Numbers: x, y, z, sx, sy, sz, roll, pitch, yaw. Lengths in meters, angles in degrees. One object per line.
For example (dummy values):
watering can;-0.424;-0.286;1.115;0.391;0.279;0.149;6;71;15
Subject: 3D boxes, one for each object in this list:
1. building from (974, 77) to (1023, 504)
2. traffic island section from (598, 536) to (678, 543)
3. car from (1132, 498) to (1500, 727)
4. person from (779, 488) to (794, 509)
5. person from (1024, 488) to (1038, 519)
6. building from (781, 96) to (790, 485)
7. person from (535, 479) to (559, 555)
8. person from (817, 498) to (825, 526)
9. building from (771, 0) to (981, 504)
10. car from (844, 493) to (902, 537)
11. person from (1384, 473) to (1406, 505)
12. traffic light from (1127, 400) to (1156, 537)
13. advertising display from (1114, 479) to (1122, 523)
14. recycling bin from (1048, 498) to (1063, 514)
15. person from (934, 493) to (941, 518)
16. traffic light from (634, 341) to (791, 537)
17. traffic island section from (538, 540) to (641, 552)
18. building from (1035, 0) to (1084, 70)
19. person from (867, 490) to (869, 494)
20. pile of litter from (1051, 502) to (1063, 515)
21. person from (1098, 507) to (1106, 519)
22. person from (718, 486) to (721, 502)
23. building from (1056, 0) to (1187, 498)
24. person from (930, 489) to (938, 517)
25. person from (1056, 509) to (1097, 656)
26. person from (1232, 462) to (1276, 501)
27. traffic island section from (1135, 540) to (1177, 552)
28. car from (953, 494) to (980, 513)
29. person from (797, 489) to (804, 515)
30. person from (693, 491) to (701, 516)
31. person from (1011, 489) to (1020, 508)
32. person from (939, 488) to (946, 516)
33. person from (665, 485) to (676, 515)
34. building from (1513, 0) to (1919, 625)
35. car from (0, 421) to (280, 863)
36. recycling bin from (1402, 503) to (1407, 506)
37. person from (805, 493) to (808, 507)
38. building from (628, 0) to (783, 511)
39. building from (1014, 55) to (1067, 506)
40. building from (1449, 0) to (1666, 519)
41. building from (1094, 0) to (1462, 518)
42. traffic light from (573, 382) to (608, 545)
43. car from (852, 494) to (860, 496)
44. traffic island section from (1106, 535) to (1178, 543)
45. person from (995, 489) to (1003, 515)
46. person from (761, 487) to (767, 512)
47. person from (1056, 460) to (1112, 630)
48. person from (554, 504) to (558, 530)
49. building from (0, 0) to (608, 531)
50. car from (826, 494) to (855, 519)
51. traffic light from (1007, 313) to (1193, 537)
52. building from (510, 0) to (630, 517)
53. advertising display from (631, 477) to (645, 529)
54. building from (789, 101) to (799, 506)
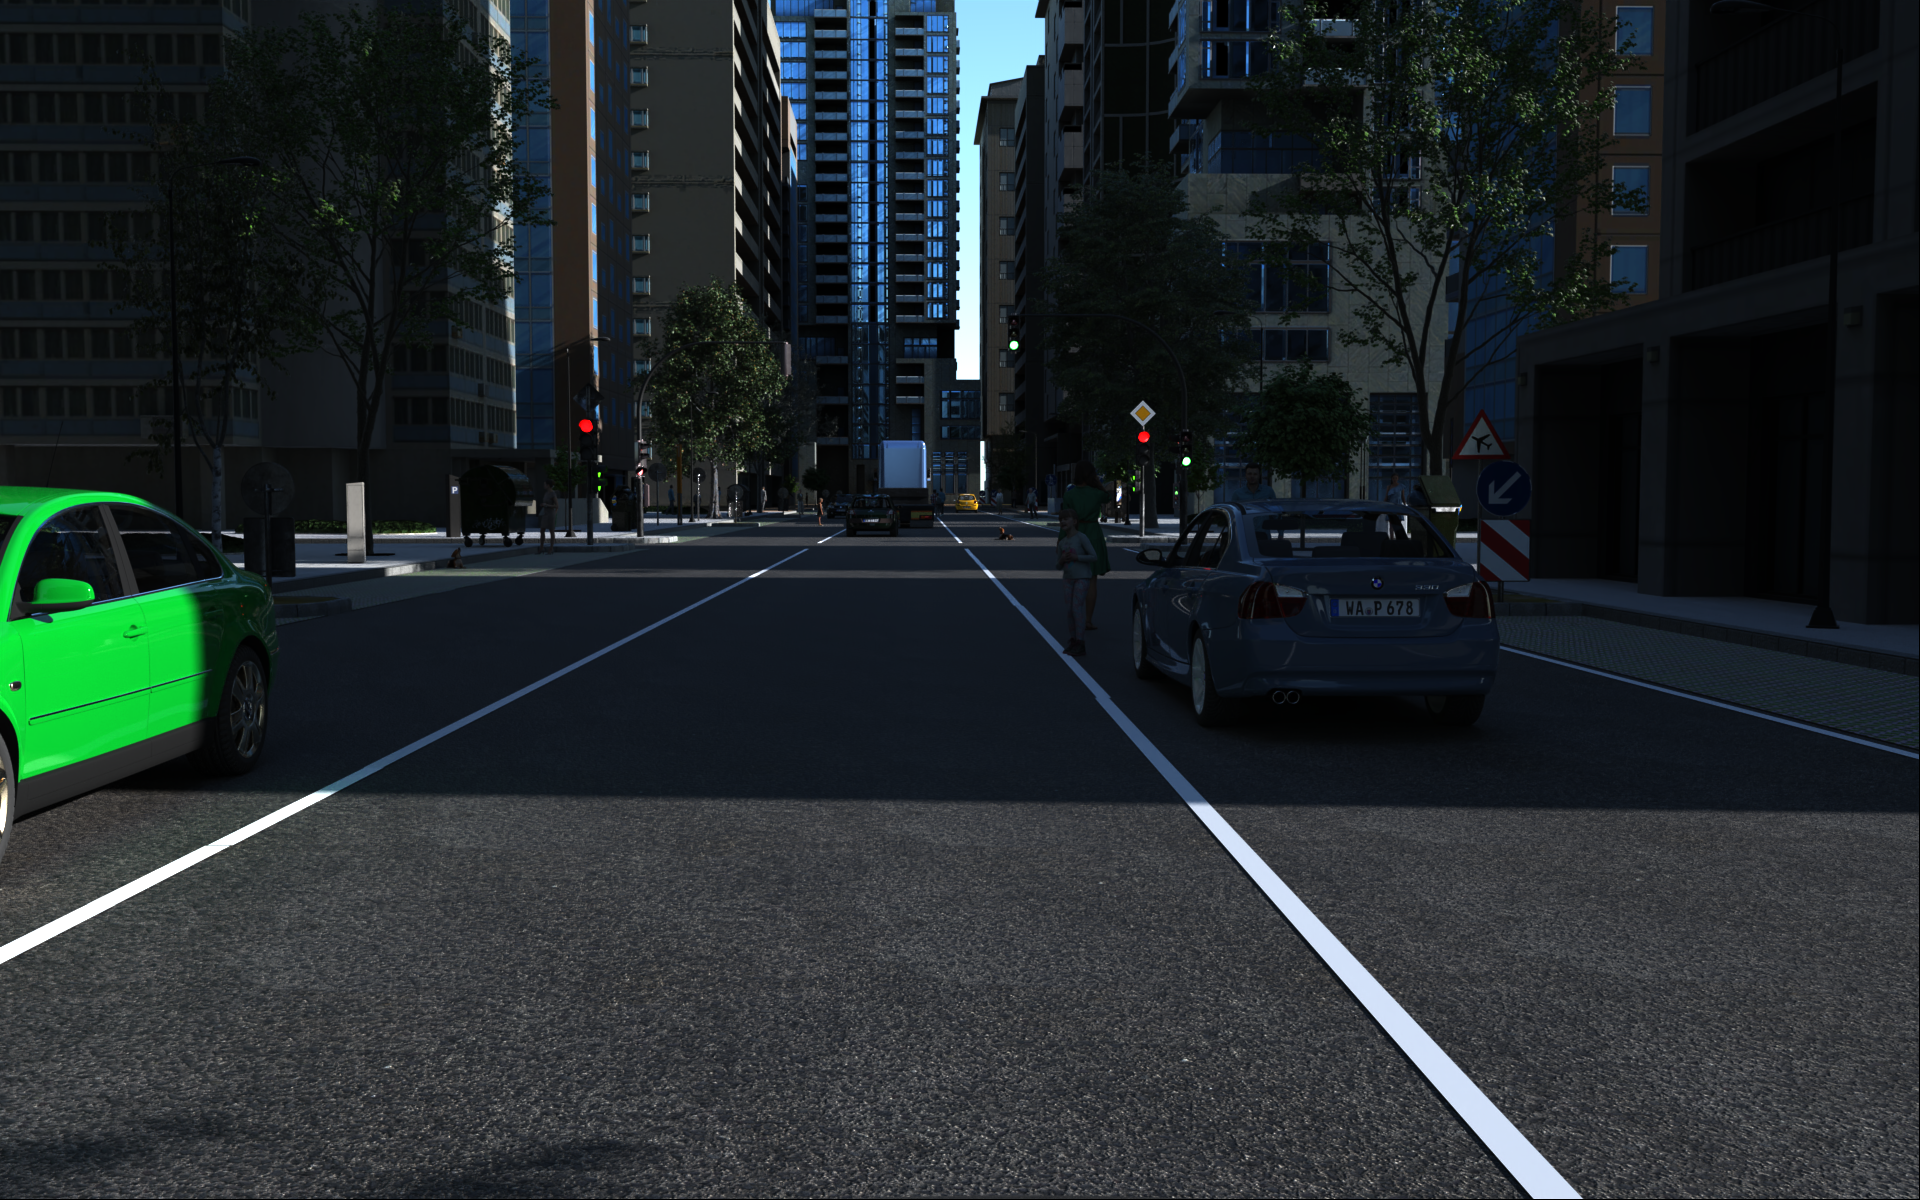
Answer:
building;15.992;-39.056;227.803;27.495;52.752;28.713;0;4;-1
traffic island section;-9.550;-1.797;51.660;2.009;0.180;2.903;0;4;-1
car;2.284;0.002;11.973;2.014;1.417;4.499;0;4;-2
person;-15.215;-8.920;151.980;1.348;1.812;0.705;0;4;4
person;4.020;-5.466;98.362;0.782;1.767;0.515;3;4;37
building;-25.519;-32.182;176.293;14.600;45.320;14.200;0;4;-1
person;-9.714;-1.949;40.714;0.599;1.781;0.374;3;5;43
person;-6.339;-4.021;78.916;0.373;1.253;0.362;0;4;-7
building;-13.177;-55.643;222.428;31.000;86.520;22.319;0;4;-1
car;-2.987;-3.033;59.369;2.009;1.686;4.222;0;4;-1
person;10.744;-2.246;42.862;0.616;1.811;0.778;2;4;33
traffic light;5.446;-3.853;51.921;0.839;4.253;0.868;0;4;-1
advertising display;6.972;-4.360;76.496;0.123;1.923;0.974;1;4;19
recycling bin;6.030;-5.936;109.604;0.722;1.027;0.722;-3;4;-38
person;-1.377;-5.774;105.507;0.523;1.515;0.503;1;4;11
traffic light;-7.421;-4.706;51.614;4.771;5.953;1.251;0;4;-1
traffic island section;-9.347;-1.309;43.677;2.009;0.180;2.903;0;4;-1
building;22.328;-35.175;164.352;28.713;52.752;27.495;0;4;-1
person;-6.279;-6.643;118.117;0.512;1.701;0.522;2;4;33
pile of litter;6.160;-5.658;106.466;1.176;0.858;1.719;0;4;-3
person;7.277;-4.801;88.782;0.590;1.304;0.306;-1;4;-21
person;-16.278;-6.705;115.929;0.793;1.790;0.793;2;4;24
building;18.918;-42.901;139.688;20.563;71.187;20.611;0;4;-1
person;-1.560;-5.933;106.337;0.563;1.720;0.643;1;4;10
person;1.019;-0.164;15.453;0.425;1.301;0.394;2;4;25
person;3.680;-0.793;21.492;0.660;1.820;0.620;0;4;4
traffic island section;5.690;-1.332;44.054;2.009;0.180;2.903;0;4;-1
car;0.497;-7.442;131.907;2.015;1.641;3.980;0;4;0
person;-10.944;-6.723;118.966;0.519;1.759;0.362;-3;4;-36
person;-15.386;-5.669;101.328;0.503;1.515;0.523;-1;4;-16
person;5.045;-9.181;156.683;0.750;1.759;0.617;-3;5;-45
person;-1.199;-6.393;113.040;0.660;1.820;0.620;-3;5;-44
person;-17.642;-6.088;105.450;0.748;1.841;0.638;-1;4;-19
building;19.105;-35.270;14.919;20.563;71.187;20.611;0;4;-1
car;-4.441;0.083;7.441;1.959;1.807;4.718;0;4;-3
recycling bin;12.808;-2.383;51.522;0.722;1.027;0.722;-1;4;-19
person;-15.589;-10.198;176.034;0.557;1.426;1.065;0;4;3
building;-27.774;-32.687;158.138;21.300;48.544;21.600;0;4;-1
building;17.180;-34.566;188.860;21.300;48.544;21.600;0;4;-1
building;26.614;-25.168;61.607;14.200;45.320;14.600;0;4;-1
building;20.818;-48.288;102.180;22.319;86.520;31.000;0;4;-1
traffic light;-9.307;-3.341;43.543;0.839;4.253;0.868;0;4;-1
car;-8.596;-8.183;145.587;2.131;1.459;4.920;0;4;0
traffic island section;5.487;-1.820;52.036;2.009;0.180;2.903;0;4;-1
person;2.780;-6.842;120.590;0.478;1.798;0.641;3;5;40
person;-14.045;-7.157;123.181;0.709;1.813;0.853;1;4;16
person;1.319;-0.591;18.417;0.600;1.795;0.529;0;4;3
person;-14.341;-3.105;61.056;0.306;1.304;0.590;-1;4;-16
building;-31.950;-23.150;70.383;32.217;40.220;23.993;0;4;-1
car;-6.916;-5.674;102.558;2.009;1.686;4.222;0;4;0
traffic light;3.561;-4.225;43.744;4.771;5.953;1.251;0;4;-1
building;-26.606;-27.358;97.418;14.600;45.320;14.200;0;4;-1
advertising display;-11.950;-3.612;64.277;0.123;1.923;0.974;1;4;13
building;-25.487;-33.114;191.521;14.200;45.320;14.600;0;4;-1
